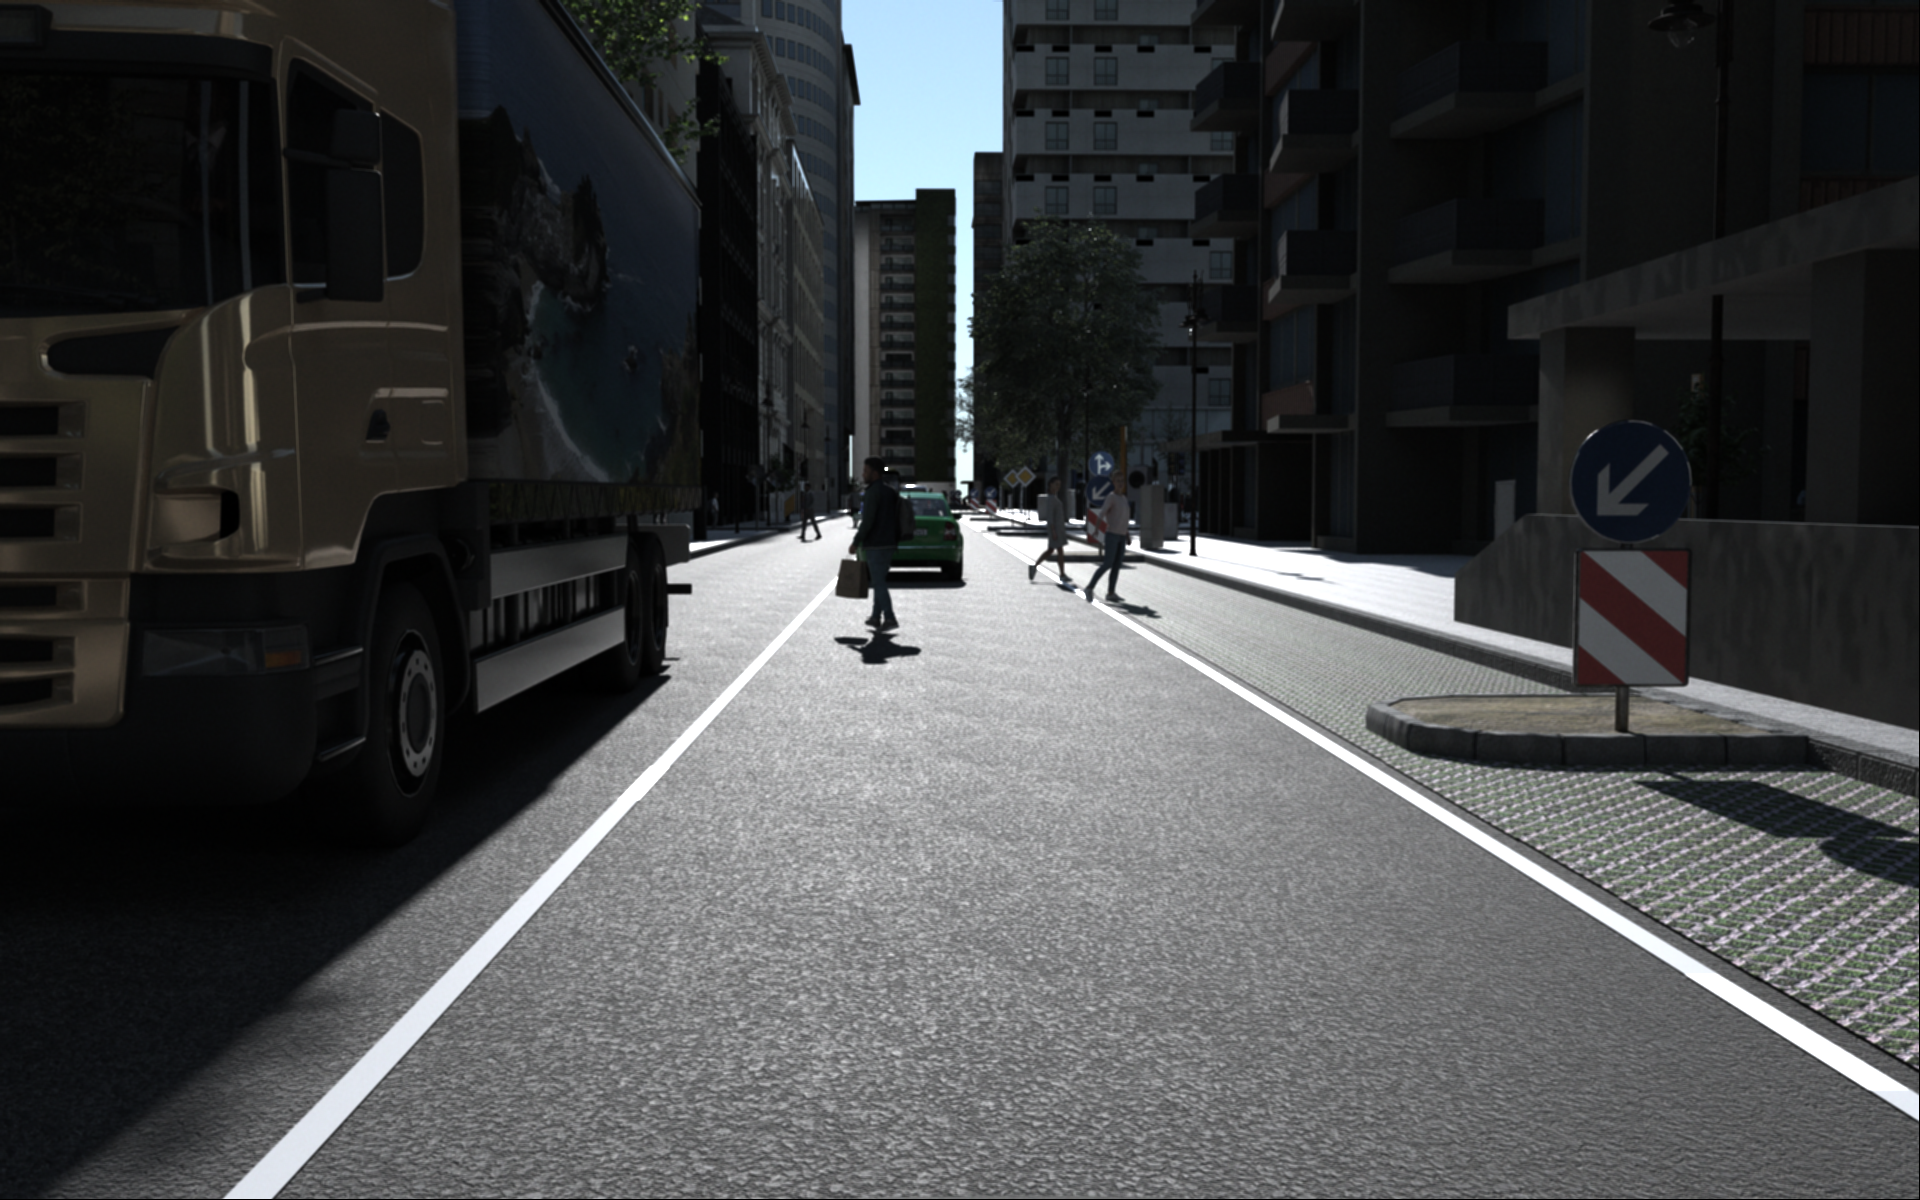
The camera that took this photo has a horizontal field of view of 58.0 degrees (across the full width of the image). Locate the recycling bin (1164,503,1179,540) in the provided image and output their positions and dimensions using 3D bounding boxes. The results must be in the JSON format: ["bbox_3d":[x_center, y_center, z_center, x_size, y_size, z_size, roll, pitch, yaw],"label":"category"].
[{"bbox_3d":[5.797,-2.227,48.963,0.722,1.027,0.722,1,4,10],"label":"recycling bin"}]

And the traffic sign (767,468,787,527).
[{"bbox_3d":[-7.174,-3.918,67.700,0.795,2.450,0.064,0,4,-1],"label":"traffic sign"}]

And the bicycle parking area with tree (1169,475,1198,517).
[{"bbox_3d":[14.246,-6.647,95.680,8.231,4.147,9.016,0,4,2],"label":"bicycle parking area with tree"}]

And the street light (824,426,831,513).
[{"bbox_3d":[-8.781,-8.709,115.186,0.468,5.910,1.993,0,4,-1],"label":"street light"}]

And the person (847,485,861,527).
[{"bbox_3d":[-4.593,-4.037,74.694,0.709,1.800,0.728,-1,4,-8],"label":"person"}]

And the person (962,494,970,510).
[{"bbox_3d":[0.589,-8.761,154.929,0.799,1.438,0.628,0,4,1],"label":"person"}]

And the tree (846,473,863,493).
[{"bbox_3d":[-10.091,-10.318,163.300,1.663,3.219,1.824,0,3,0],"label":"tree"}]

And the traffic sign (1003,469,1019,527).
[{"bbox_3d":[2.068,-3.930,67.897,0.795,2.450,0.064,0,4,-1],"label":"traffic sign"}]

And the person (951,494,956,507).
[{"bbox_3d":[-0.572,-10.879,189.589,0.991,1.433,0.599,1,4,21],"label":"person"}]

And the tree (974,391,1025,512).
[{"bbox_3d":[3.105,-10.577,123.289,4.737,8.622,4.395,0,3,0],"label":"tree"}]

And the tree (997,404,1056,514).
[{"bbox_3d":[4.011,-9.849,111.392,4.360,8.622,3.978,0,3,0],"label":"tree"}]

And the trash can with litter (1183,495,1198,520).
[{"bbox_3d":[11.827,-4.610,86.439,2.233,1.210,1.678,1,4,21],"label":"trash can with litter"}]

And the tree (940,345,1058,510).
[{"bbox_3d":[3.344,-13.895,137.556,12.009,13.543,11.850,0,3,0],"label":"tree"}]

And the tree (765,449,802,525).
[{"bbox_3d":[-7.742,-4.802,73.113,1.663,3.219,1.824,0,3,0],"label":"tree"}]

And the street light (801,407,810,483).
[{"bbox_3d":[-8.198,-7.289,91.958,0.468,5.910,1.993,0,4,-1],"label":"street light"}]

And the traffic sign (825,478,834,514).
[{"bbox_3d":[-8.220,-6.553,109.276,0.606,2.300,0.079,0,4,3],"label":"traffic sign"}]

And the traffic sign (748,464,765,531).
[{"bbox_3d":[-7.037,-3.531,59.865,0.606,2.300,0.079,0,4,7],"label":"traffic sign"}]

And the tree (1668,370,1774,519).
[{"bbox_3d":[11.408,-1.973,26.863,1.663,3.219,1.824,0,3,0],"label":"tree"}]

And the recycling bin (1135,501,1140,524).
[{"bbox_3d":[7.866,-3.726,73.476,0.722,1.027,0.722,-1,4,-13],"label":"recycling bin"}]

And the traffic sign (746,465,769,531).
[{"bbox_3d":[-6.986,-3.430,59.717,0.795,2.450,0.064,0,4,-1],"label":"traffic sign"}]

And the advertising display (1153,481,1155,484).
[{"bbox_3d":[9.275,-4.866,84.771,0.123,1.923,0.974,2,4,32],"label":"advertising display"}]

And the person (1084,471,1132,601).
[{"bbox_3d":[1.923,-0.850,23.065,0.598,1.740,0.731,2,4,25],"label":"person"}]

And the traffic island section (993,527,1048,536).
[{"bbox_3d":[2.280,-2.306,59.992,2.009,0.180,2.903,0,4,-1],"label":"traffic island section"}]

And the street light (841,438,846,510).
[{"bbox_3d":[-9.266,-10.128,138.382,0.468,5.910,1.993,0,4,-1],"label":"street light"}]

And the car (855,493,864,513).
[{"bbox_3d":[-5.239,-5.545,100.254,1.945,1.707,3.694,0,4,-3],"label":"car"}]

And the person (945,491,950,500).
[{"bbox_3d":[-1.778,-12.698,216.092,1.348,1.826,0.705,1,4,19],"label":"person"}]

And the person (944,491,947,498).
[{"bbox_3d":[-1.944,-12.268,209.086,0.705,1.823,1.348,2,4,33],"label":"person"}]

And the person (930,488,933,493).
[{"bbox_3d":[-1.957,-6.648,117.224,0.581,1.822,0.654,0,4,7],"label":"person"}]

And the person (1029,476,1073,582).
[{"bbox_3d":[1.503,-1.164,28.274,0.760,1.731,0.466,-2,4,-26],"label":"person"}]

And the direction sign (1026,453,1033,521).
[{"bbox_3d":[3.337,-5.616,83.822,0.379,3.537,0.876,1,4,18],"label":"direction sign"}]

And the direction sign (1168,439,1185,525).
[{"bbox_3d":[8.949,-4.875,71.702,0.876,3.537,0.379,-2,4,-33],"label":"direction sign"}]

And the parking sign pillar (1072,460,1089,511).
[{"bbox_3d":[9.080,-8.704,130.786,1.447,3.967,1.447,0,4,0],"label":"parking sign pillar"}]

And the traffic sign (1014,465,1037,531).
[{"bbox_3d":[2.257,-3.442,59.914,0.795,2.450,0.064,0,4,-1],"label":"traffic sign"}]

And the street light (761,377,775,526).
[{"bbox_3d":[-7.616,-5.870,68.765,0.468,5.910,1.993,0,4,-1],"label":"street light"}]

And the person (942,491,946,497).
[{"bbox_3d":[-1.621,-9.425,163.046,0.568,1.767,0.683,-1,4,-19],"label":"person"}]

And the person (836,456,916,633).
[{"bbox_3d":[-0.885,-0.577,17.920,0.794,1.824,0.713,-3,5,-44],"label":"person"}]

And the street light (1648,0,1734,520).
[{"bbox_3d":[5.425,-2.422,12.383,0.468,5.910,1.993,0,4,-1],"label":"street light"}]

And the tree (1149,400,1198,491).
[{"bbox_3d":[16.642,-11.194,133.382,4.360,8.622,3.978,0,3,0],"label":"tree"}]

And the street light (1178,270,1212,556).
[{"bbox_3d":[4.846,-3.858,35.863,0.468,5.910,1.993,0,4,-1],"label":"street light"}]

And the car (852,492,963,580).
[{"bbox_3d":[-0.909,-1.311,30.230,1.959,1.807,4.718,0,4,-3],"label":"car"}]

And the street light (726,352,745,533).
[{"bbox_3d":[-7.310,-5.129,56.641,0.468,5.910,1.993,0,4,-1],"label":"street light"}]

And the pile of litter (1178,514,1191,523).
[{"bbox_3d":[9.447,-3.878,77.363,1.719,0.858,1.176,2,4,35],"label":"pile of litter"}]

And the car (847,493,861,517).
[{"bbox_3d":[-6.153,-6.266,111.481,2.155,1.783,4.494,0,4,-1],"label":"car"}]

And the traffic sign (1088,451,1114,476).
[{"bbox_3d":[4.162,-3.117,51.077,0.768,2.556,0.104,0,4,3],"label":"traffic sign"}]

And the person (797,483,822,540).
[{"bbox_3d":[-4.739,-2.798,54.526,0.850,1.792,0.678,-3,4,-38],"label":"person"}]

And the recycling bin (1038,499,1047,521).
[{"bbox_3d":[4.113,-4.285,82.614,0.722,1.027,0.722,1,4,11],"label":"recycling bin"}]

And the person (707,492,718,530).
[{"bbox_3d":[-8.811,-3.127,62.221,0.523,1.515,0.503,-3,4,-38],"label":"person"}]

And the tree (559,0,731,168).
[{"bbox_3d":[-6.581,-5.813,20.806,9.928,11.665,9.643,0,3,0],"label":"tree"}]

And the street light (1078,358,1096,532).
[{"bbox_3d":[4.331,-5.276,59.057,0.468,5.910,1.993,0,4,-1],"label":"street light"}]

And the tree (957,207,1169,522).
[{"bbox_3d":[4.767,-10.492,78.196,9.857,13.997,8.962,0,3,0],"label":"tree"}]

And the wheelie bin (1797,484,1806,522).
[{"bbox_3d":[14.506,-1.296,29.092,0.980,1.594,0.693,-1,4,-16],"label":"wheelie bin"}]

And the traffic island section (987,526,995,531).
[{"bbox_3d":[2.092,-2.795,67.975,2.009,0.180,2.903,0,4,-1],"label":"traffic island section"}]
